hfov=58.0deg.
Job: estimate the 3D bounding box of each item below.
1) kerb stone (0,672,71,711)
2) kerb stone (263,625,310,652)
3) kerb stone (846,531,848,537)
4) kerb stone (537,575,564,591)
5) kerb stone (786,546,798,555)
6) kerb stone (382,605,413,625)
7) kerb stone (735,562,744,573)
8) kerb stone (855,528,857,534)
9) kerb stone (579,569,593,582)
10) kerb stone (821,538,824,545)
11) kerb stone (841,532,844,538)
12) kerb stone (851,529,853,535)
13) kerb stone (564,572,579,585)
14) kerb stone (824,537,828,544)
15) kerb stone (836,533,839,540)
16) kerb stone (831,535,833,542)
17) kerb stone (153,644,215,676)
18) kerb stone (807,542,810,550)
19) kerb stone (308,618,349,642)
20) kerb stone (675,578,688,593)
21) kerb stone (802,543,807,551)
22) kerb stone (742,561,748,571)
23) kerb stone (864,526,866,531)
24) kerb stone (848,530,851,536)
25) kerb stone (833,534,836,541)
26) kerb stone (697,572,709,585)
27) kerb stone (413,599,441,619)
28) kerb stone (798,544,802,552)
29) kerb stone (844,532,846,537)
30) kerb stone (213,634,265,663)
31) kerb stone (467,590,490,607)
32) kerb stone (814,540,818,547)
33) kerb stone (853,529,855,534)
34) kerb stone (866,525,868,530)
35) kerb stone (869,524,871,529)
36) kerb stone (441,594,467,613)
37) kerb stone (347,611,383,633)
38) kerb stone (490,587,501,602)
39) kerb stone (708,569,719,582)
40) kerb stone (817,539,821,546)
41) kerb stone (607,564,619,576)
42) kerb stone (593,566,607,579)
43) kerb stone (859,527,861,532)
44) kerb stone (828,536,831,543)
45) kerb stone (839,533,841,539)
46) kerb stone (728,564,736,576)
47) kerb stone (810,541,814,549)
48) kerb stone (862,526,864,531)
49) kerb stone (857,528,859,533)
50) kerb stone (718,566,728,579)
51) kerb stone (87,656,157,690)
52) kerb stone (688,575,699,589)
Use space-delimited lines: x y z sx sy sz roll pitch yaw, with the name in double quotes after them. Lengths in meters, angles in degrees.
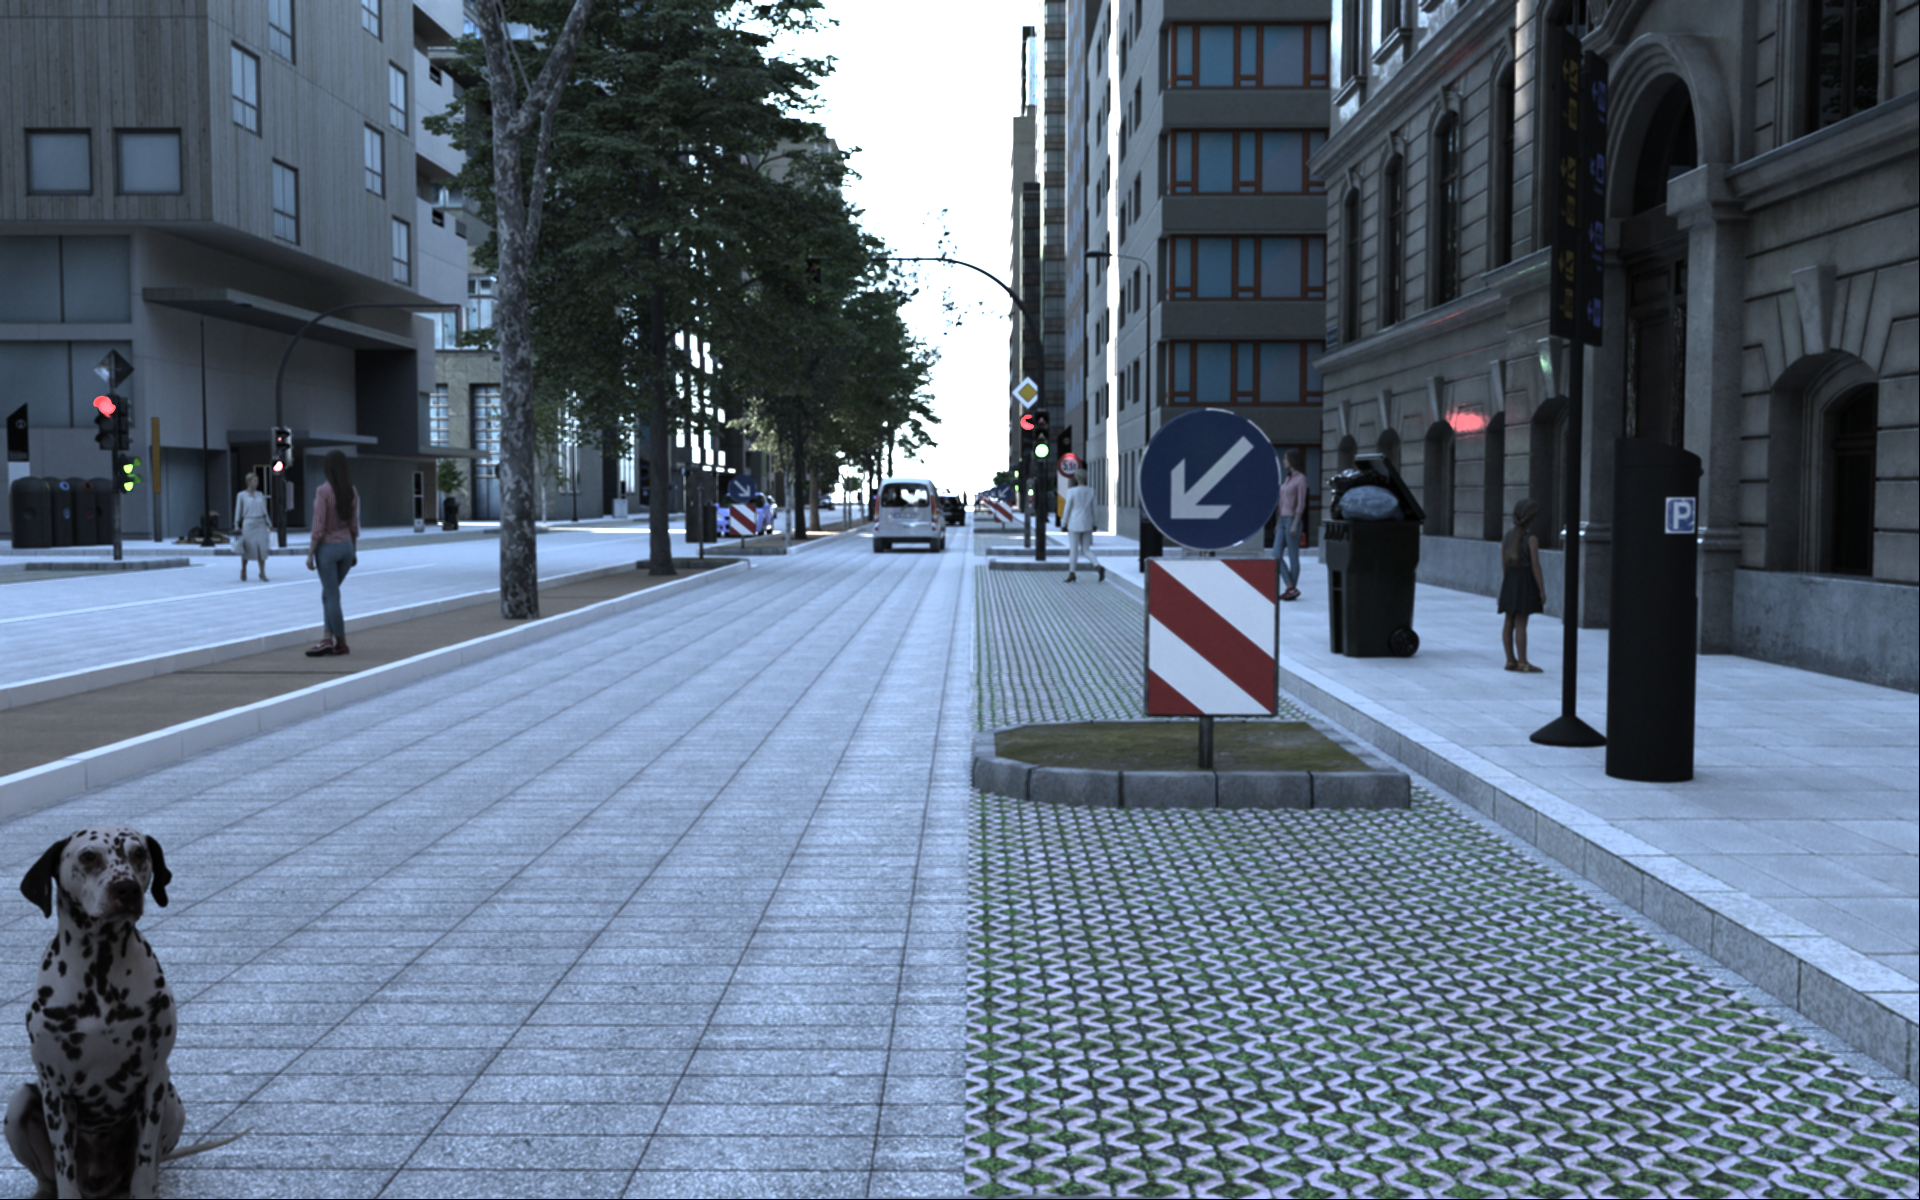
-6.359 0.625 12.007 0.120 0.150 1.000 0 4 0 "kerb stone"
-6.326 0.372 16.109 0.120 0.150 1.000 0 4 0 "kerb stone"
-3.892 -2.168 57.649 0.120 0.150 1.000 0 4 0 "kerb stone"
-6.245 -0.255 26.362 0.120 0.150 1.000 0 4 0 "kerb stone"
-4.023 -1.164 41.249 0.120 0.150 1.000 0 4 0 "kerb stone"
-6.308 0.184 19.181 0.120 0.150 1.000 0 4 0 "kerb stone"
-4.104 -0.564 31.470 0.120 0.150 1.000 0 4 0 "kerb stone"
-3.868 -2.419 61.745 0.120 0.150 1.000 0 4 0 "kerb stone"
-6.229 -0.380 28.415 0.120 0.150 1.000 0 4 0 "kerb stone"
-3.974 -1.604 48.422 0.120 0.150 1.000 0 4 0 "kerb stone"
-3.914 -2.043 55.605 0.120 0.150 1.000 0 4 0 "kerb stone"
-3.872 -2.286 59.693 0.120 0.150 1.000 0 4 0 "kerb stone"
-6.242 -0.317 27.384 0.120 0.150 1.000 0 4 0 "kerb stone"
-3.957 -1.667 49.452 0.120 0.150 1.000 0 4 0 "kerb stone"
-3.927 -1.918 53.558 0.120 0.150 1.000 0 4 0 "kerb stone"
-3.944 -1.792 51.502 0.120 0.150 1.000 0 4 0 "kerb stone"
-6.348 0.498 14.051 0.120 0.150 1.000 0 4 0 "kerb stone"
-4.003 -1.354 44.325 0.120 0.150 1.000 0 4 0 "kerb stone"
-6.314 0.310 17.131 0.120 0.150 1.000 0 4 0 "kerb stone"
-4.159 -0.191 25.313 0.120 0.150 1.000 0 4 0 "kerb stone"
-3.999 -1.287 43.297 0.120 0.150 1.000 0 4 0 "kerb stone"
-4.097 -0.628 32.495 0.120 0.150 1.000 0 4 0 "kerb stone"
-3.819 -2.733 66.882 0.120 0.150 1.000 0 4 0 "kerb stone"
-3.881 -2.231 58.671 0.120 0.150 1.000 0 4 0 "kerb stone"
-3.937 -1.855 52.531 0.120 0.150 1.000 0 4 0 "kerb stone"
-4.143 -0.316 27.358 0.120 0.150 1.000 0 4 0 "kerb stone"
-6.296 0.122 20.206 0.120 0.150 1.000 0 4 0 "kerb stone"
-4.022 -1.226 42.271 0.120 0.150 1.000 0 4 0 "kerb stone"
-3.908 -2.106 56.627 0.120 0.150 1.000 0 4 0 "kerb stone"
-6.340 0.438 15.074 0.120 0.150 1.000 0 4 0 "kerb stone"
-6.275 -0.002 22.253 0.120 0.150 1.000 0 4 0 "kerb stone"
-3.981 -1.478 46.378 0.120 0.150 1.000 0 4 0 "kerb stone"
-3.869 -2.356 60.717 0.120 0.150 1.000 0 4 0 "kerb stone"
-3.814 -2.795 67.914 0.120 0.150 1.000 0 4 0 "kerb stone"
-3.799 -2.919 69.958 0.120 0.150 1.000 0 4 0 "kerb stone"
-6.278 0.060 21.228 0.120 0.150 1.000 0 4 0 "kerb stone"
-6.312 0.247 18.159 0.120 0.150 1.000 0 4 0 "kerb stone"
-6.272 -0.055 23.277 0.120 0.150 1.000 0 4 0 "kerb stone"
-4.124 -0.379 28.385 0.120 0.150 1.000 0 4 0 "kerb stone"
-3.979 -1.542 47.400 0.120 0.150 1.000 0 4 0 "kerb stone"
-6.212 -0.506 30.463 0.120 0.150 1.000 0 4 0 "kerb stone"
-6.217 -0.443 29.438 0.120 0.150 1.000 0 4 0 "kerb stone"
-3.846 -2.544 63.808 0.120 0.150 1.000 0 4 0 "kerb stone"
-3.949 -1.730 50.474 0.120 0.150 1.000 0 4 0 "kerb stone"
-3.917 -1.981 54.583 0.120 0.150 1.000 0 4 0 "kerb stone"
-4.115 -0.505 30.444 0.120 0.150 1.000 0 4 0 "kerb stone"
-3.992 -1.417 45.356 0.120 0.150 1.000 0 4 0 "kerb stone"
-3.832 -2.669 65.860 0.120 0.150 1.000 0 4 0 "kerb stone"
-3.851 -2.479 62.775 0.120 0.150 1.000 0 4 0 "kerb stone"
-4.123 -0.440 29.418 0.120 0.150 1.000 0 4 0 "kerb stone"
-6.355 0.561 13.029 0.120 0.150 1.000 0 4 0 "kerb stone"
-4.144 -0.246 26.336 0.120 0.150 1.000 0 4 0 "kerb stone"
